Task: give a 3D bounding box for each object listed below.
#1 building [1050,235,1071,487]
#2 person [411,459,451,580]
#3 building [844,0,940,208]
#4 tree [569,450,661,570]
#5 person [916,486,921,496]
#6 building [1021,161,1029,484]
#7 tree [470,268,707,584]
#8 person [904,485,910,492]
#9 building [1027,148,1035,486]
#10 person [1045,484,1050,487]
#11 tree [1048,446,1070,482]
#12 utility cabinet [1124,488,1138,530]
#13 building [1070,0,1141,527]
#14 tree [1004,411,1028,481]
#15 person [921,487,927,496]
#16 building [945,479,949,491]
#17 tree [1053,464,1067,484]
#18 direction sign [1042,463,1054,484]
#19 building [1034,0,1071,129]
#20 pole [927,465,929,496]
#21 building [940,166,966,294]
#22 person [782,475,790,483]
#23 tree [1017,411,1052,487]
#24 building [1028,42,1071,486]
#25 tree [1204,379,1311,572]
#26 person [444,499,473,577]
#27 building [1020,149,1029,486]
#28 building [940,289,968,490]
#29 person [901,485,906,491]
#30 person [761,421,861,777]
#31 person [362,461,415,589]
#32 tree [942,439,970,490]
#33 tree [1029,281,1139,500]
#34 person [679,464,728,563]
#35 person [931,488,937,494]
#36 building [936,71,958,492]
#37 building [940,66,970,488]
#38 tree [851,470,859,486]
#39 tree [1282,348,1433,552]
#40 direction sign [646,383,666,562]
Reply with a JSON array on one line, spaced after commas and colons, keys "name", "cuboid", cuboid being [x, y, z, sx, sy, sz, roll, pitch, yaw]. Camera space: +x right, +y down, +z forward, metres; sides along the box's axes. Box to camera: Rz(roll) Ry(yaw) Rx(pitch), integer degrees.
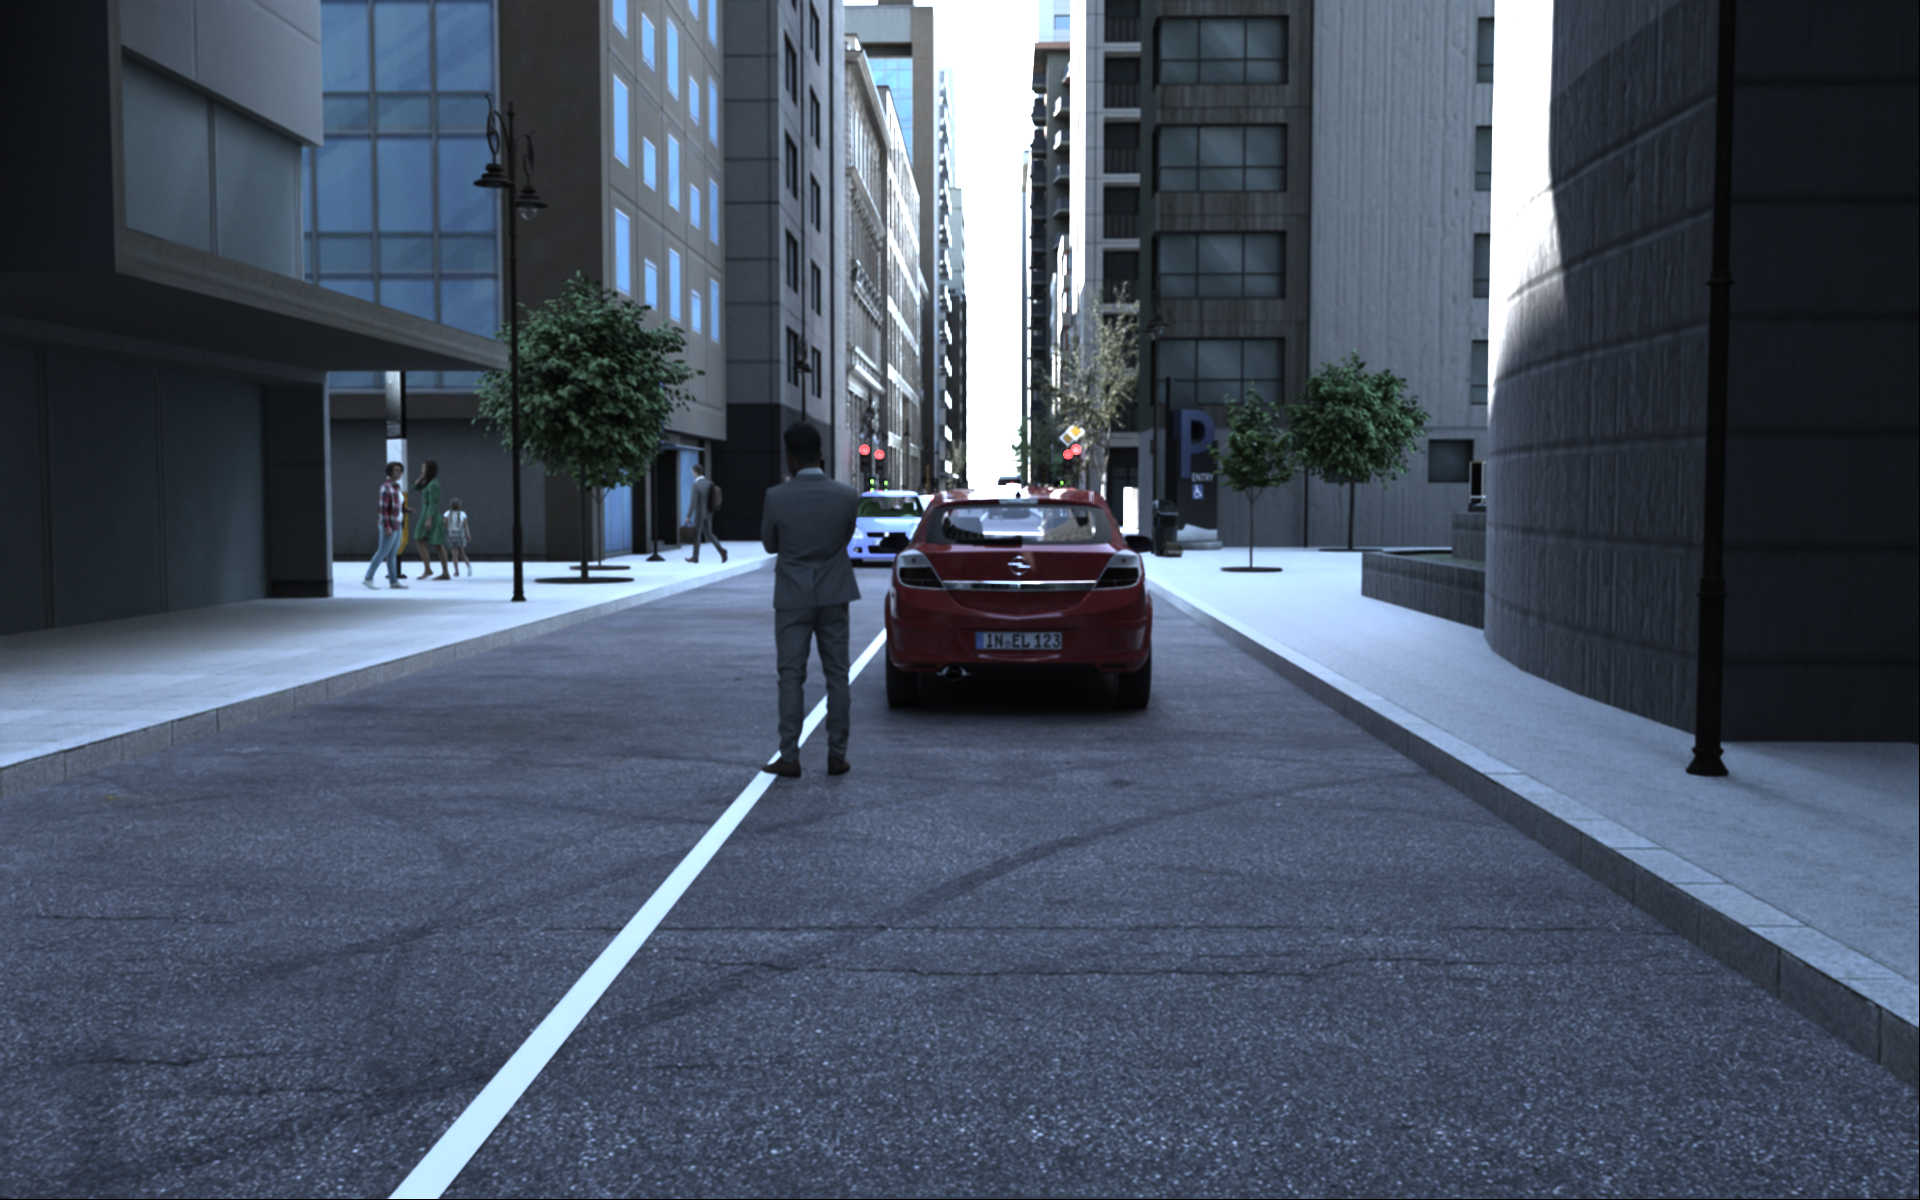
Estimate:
[{"name": "building", "cuboid": [21.002, -17.412, 129.730, 27.650, 21.520, 28.899, 0, 4, 1]}, {"name": "person", "cuboid": [-7.840, -1.189, 25.726, 0.529, 1.795, 0.600, -2, 4, -29]}, {"name": "building", "cuboid": [-8.974, -31.042, 157.644, 14.600, 45.320, 14.200, 0, 4, 1]}, {"name": "tree", "cuboid": [-6.164, -2.125, 29.337, 1.663, 3.219, 1.824, 0, 3, 0]}, {"name": "person", "cuboid": [-2.676, -6.497, 112.611, 0.721, 1.781, 0.623, 0, 4, -3]}, {"name": "building", "cuboid": [23.738, -41.368, 265.611, 28.713, 52.752, 27.495, 0, 4, 1]}, {"name": "tree", "cuboid": [-5.445, -2.549, 25.387, 4.285, 4.588, 4.351, 0, 3, 0]}, {"name": "person", "cuboid": [-3.103, -5.675, 98.835, 0.555, 1.821, 0.388, 1, 4, 12]}, {"name": "building", "cuboid": [15.615, -34.715, 217.701, 14.600, 45.320, 14.200, 0, 4, 1]}, {"name": "person", "cuboid": [3.077, -3.314, 63.027, 0.444, 1.785, 0.601, -1, 4, -9]}, {"name": "tree", "cuboid": [7.096, -7.514, 106.568, 4.285, 4.588, 4.351, 0, 3, 0]}, {"name": "utility cabinet", "cuboid": [6.111, -3.228, 61.465, 0.318, 1.500, 1.173, 0, 4, -7]}, {"name": "building", "cuboid": [15.719, -39.203, 79.221, 20.611, 71.187, 20.563, 0, 4, 1]}, {"name": "tree", "cuboid": [9.563, -19.318, 233.979, 7.486, 12.596, 7.792, 0, 3, 0]}, {"name": "person", "cuboid": [-2.629, -7.519, 129.167, 0.592, 1.802, 0.473, 0, 4, -5]}, {"name": "building", "cuboid": [-17.596, -31.561, 207.904, 32.217, 40.220, 23.993, 0, 4, 1]}, {"name": "tree", "cuboid": [5.953, -6.186, 95.742, 1.663, 3.219, 1.824, 0, 3, 0]}, {"name": "direction sign", "cuboid": [6.423, -8.259, 127.032, 0.876, 3.537, 0.379, 0, 4, -4]}, {"name": "building", "cuboid": [18.904, -39.998, 195.971, 21.231, 58.520, 28.212, 0, 4, 1]}, {"name": "pole", "cuboid": [-2.280, -7.865, 122.429, 0.158, 3.312, 0.155, 0, 3, 0]}, {"name": "building", "cuboid": [-10.013, -38.856, 258.989, 21.300, 48.544, 21.600, 0, 4, 1]}, {"name": "person", "cuboid": [-4.636, -2.394, 45.607, 0.534, 1.772, 0.576, 3, 5, 41]}, {"name": "tree", "cuboid": [7.198, -12.347, 152.237, 4.737, 8.622, 4.395, 0, 3, 0]}, {"name": "building", "cuboid": [17.783, -31.368, 167.494, 22.147, 44.769, 28.867, 0, 4, 1]}, {"name": "tree", "cuboid": [4.741, -2.087, 28.720, 1.663, 3.219, 1.824, 0, 3, 0]}, {"name": "person", "cuboid": [-7.847, -0.969, 26.897, 0.505, 1.210, 0.382, -2, 4, -27]}, {"name": "building", "cuboid": [20.791, -45.997, 294.042, 21.231, 58.520, 28.212, 0, 4, 1]}, {"name": "building", "cuboid": [-6.052, -28.673, 240.504, 14.160, 30.474, 14.107, 0, 4, 1]}, {"name": "person", "cuboid": [-3.037, -5.183, 91.124, 0.374, 1.781, 0.599, -1, 4, -17]}, {"name": "person", "cuboid": [-0.784, -0.016, 8.935, 0.511, 1.800, 0.466, -2, 4, -30]}, {"name": "person", "cuboid": [-7.732, -1.012, 23.426, 0.643, 1.720, 0.563, 0, 4, -1]}, {"name": "tree", "cuboid": [-0.775, -16.726, 223.828, 4.360, 8.622, 3.978, 0, 3, 0]}, {"name": "tree", "cuboid": [4.787, -6.700, 59.900, 4.360, 8.622, 3.978, 0, 3, 0]}, {"name": "person", "cuboid": [-4.749, -1.592, 32.038, 0.822, 1.834, 0.622, 1, 4, 22]}, {"name": "person", "cuboid": [-2.150, -8.280, 141.836, 0.534, 1.772, 0.576, 3, 5, 45]}, {"name": "building", "cuboid": [-12.307, -34.276, 180.013, 23.786, 49.044, 30.456, 0, 4, 1]}, {"name": "building", "cuboid": [-8.702, -52.409, 295.134, 20.563, 71.187, 20.611, 0, 4, 1]}, {"name": "tree", "cuboid": [-5.183, -4.836, 73.668, 1.663, 3.219, 1.824, 0, 3, 0]}, {"name": "tree", "cuboid": [8.855, -3.381, 38.992, 4.285, 4.588, 4.351, 0, 3, 0]}, {"name": "direction sign", "cuboid": [-5.817, -2.508, 33.002, 0.379, 3.537, 0.876, 1, 4, 14]}]
